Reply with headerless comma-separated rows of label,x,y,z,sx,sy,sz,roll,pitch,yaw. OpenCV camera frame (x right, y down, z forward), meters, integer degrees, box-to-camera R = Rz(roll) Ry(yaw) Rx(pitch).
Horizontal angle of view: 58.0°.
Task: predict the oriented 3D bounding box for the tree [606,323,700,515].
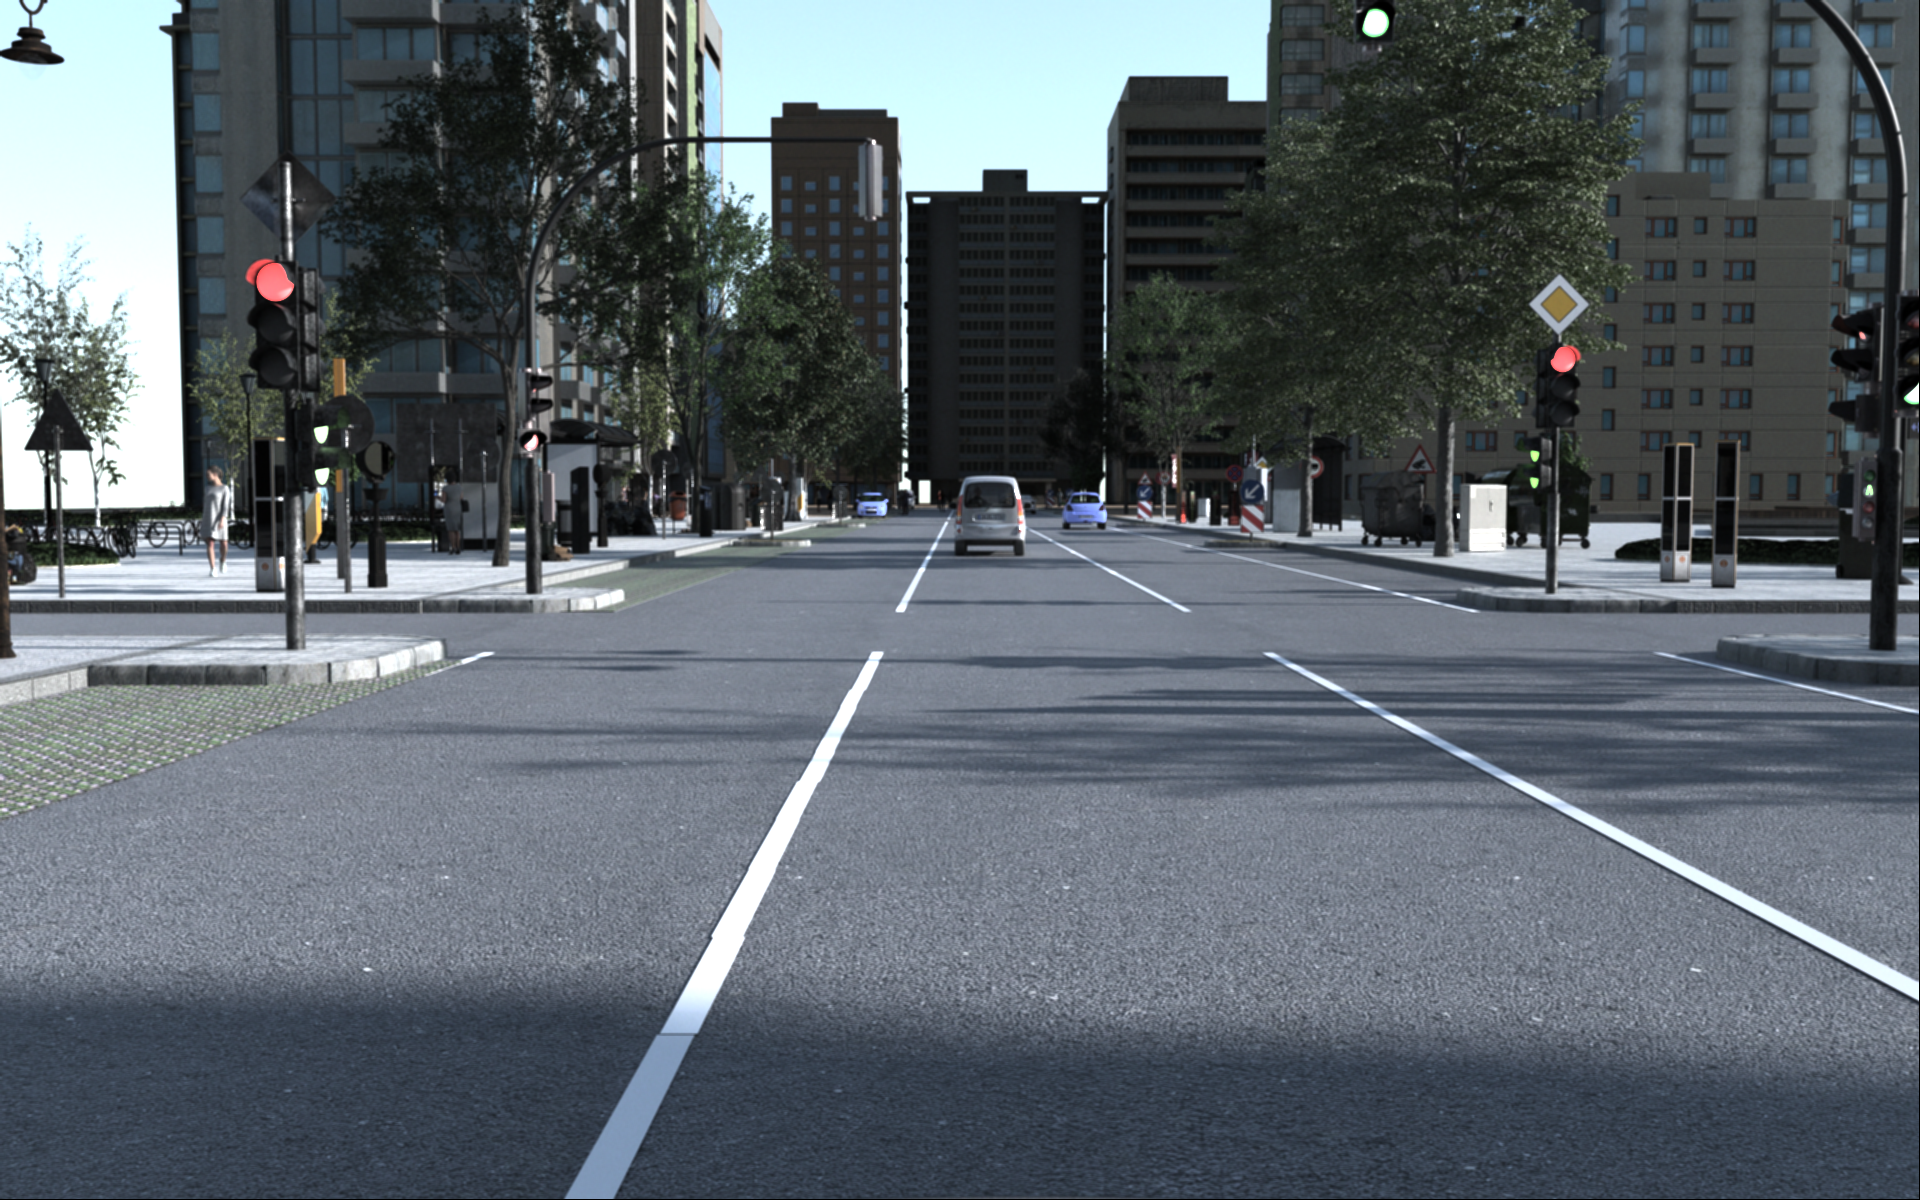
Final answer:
tree,-12.835,-7.416,71.621,4.737,8.622,4.395,0,3,0

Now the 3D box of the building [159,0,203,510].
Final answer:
building,-50.184,-30.174,147.962,28.867,44.769,22.147,0,3,0

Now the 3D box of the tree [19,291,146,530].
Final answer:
tree,-31.224,-6.836,62.129,4.737,8.622,4.395,0,3,0

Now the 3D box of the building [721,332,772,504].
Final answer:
building,-35.713,-22.241,208.682,28.899,21.520,27.650,0,3,0

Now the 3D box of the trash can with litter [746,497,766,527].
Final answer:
trash can with litter,-7.991,-3.391,66.838,0.624,1.170,1.055,3,4,36

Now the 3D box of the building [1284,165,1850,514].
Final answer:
building,38.318,-16.596,116.384,27.650,21.520,28.899,0,3,0

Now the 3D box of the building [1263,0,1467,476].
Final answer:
building,31.147,-27.746,137.241,14.154,41.232,14.086,0,3,0

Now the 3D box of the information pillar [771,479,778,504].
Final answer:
information pillar,-9.323,-5.054,87.122,0.304,2.012,0.304,1,4,12

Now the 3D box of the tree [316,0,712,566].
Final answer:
tree,-7.816,-5.871,30.407,7.601,10.594,8.767,0,4,2

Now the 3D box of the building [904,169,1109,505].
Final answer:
building,5.376,-31.684,209.912,23.993,40.220,32.217,0,3,0

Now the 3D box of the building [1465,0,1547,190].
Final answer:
building,55.169,-54.571,204.902,31.000,86.520,22.319,0,3,0

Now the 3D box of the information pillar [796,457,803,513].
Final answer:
information pillar,-8.176,-5.885,87.568,0.504,3.616,0.183,2,4,30

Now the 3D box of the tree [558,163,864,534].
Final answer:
tree,-8.702,-7.966,55.996,9.928,11.665,9.643,0,3,0

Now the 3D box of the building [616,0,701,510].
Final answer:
building,-28.432,-27.613,135.073,14.154,41.232,14.086,0,3,0

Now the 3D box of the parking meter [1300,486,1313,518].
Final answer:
parking meter,10.843,-2.801,54.209,0.372,1.533,0.369,0,3,0

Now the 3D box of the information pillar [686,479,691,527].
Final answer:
information pillar,-10.590,-3.892,68.121,0.304,2.012,0.304,-1,4,-20

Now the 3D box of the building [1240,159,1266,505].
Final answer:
building,31.542,-23.259,151.988,14.160,30.474,14.107,0,3,0

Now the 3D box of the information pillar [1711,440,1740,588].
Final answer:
information pillar,10.485,-1.176,23.717,0.304,2.012,0.304,2,4,26

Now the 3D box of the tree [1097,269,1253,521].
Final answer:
tree,10.165,-9.511,81.266,9.928,11.665,9.643,0,3,0

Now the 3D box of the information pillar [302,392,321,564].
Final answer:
information pillar,-11.917,-2.475,31.826,0.504,3.616,0.183,3,5,44

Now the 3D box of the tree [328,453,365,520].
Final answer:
tree,-31.329,-6.282,86.421,4.285,4.588,4.351,0,3,0

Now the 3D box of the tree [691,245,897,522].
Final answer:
tree,-7.796,-9.989,80.332,9.611,12.733,9.660,0,3,0

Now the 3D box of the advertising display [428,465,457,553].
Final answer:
advertising display,-11.427,-2.023,38.292,0.123,1.923,0.974,1,4,14

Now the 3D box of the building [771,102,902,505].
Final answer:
building,-14.011,-33.723,201.483,14.200,45.320,14.600,0,3,0

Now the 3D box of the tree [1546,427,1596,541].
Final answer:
tree,16.382,-3.233,47.459,1.663,3.219,1.824,0,3,0

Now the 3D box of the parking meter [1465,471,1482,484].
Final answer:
parking meter,13.102,-2.355,44.214,0.255,1.863,0.399,-2,4,-31

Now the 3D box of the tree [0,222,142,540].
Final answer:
tree,-25.143,-5.971,47.982,4.360,8.622,3.978,0,3,0

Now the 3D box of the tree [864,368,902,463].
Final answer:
tree,-7.959,-12.739,134.045,9.928,11.665,9.643,0,3,0

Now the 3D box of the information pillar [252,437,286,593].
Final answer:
information pillar,-9.017,-1.111,22.664,0.304,2.012,0.304,1,4,14

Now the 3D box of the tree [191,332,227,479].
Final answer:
tree,-32.337,-7.762,77.268,4.737,8.622,4.395,0,3,0

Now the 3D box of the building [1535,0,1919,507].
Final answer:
building,65.511,-32.259,147.051,30.456,49.044,23.786,0,3,0

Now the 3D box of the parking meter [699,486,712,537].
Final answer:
parking meter,-7.620,-2.659,51.882,0.372,1.533,0.369,0,3,0

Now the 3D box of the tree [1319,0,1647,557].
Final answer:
tree,10.160,-7.134,34.768,7.486,12.596,7.792,0,3,0

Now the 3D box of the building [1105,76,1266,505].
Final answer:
building,28.167,-35.543,204.826,21.600,48.544,21.300,0,3,0

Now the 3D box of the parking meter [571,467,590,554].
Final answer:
parking meter,-8.164,-1.927,37.212,0.255,1.863,0.399,-3,5,-43

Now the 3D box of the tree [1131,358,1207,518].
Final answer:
tree,10.919,-8.673,92.164,4.360,8.622,3.978,0,3,0

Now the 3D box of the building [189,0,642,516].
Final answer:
building,-34.250,-30.132,112.261,23.786,49.044,30.456,0,3,0

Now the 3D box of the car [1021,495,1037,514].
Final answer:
car,4.543,-6.923,125.547,2.083,1.381,4.827,0,4,1

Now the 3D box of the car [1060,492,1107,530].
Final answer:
car,5.095,-3.771,71.246,1.945,1.707,3.694,0,4,1

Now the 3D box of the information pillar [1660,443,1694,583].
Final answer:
information pillar,10.437,-1.268,25.220,0.304,2.012,0.304,-1,4,-16

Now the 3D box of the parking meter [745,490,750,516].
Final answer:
parking meter,-11.959,-5.410,96.863,0.372,1.533,0.369,0,3,0

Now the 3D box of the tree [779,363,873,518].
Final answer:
tree,-7.945,-8.600,90.971,4.737,8.622,4.395,0,3,0

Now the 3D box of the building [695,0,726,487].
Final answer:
building,-28.646,-30.658,151.373,14.200,45.320,14.600,0,3,0

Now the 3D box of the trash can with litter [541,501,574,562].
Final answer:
trash can with litter,-7.851,-1.342,33.328,1.055,1.170,0.624,3,4,36

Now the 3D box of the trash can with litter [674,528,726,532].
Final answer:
trash can with litter,-8.906,-2.914,58.702,1.678,1.210,2.233,-1,4,-19

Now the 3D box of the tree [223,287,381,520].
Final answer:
tree,-22.596,-6.749,60.705,4.737,8.622,4.395,0,3,0

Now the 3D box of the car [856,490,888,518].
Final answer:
car,-5.255,-5.742,103.475,1.945,1.707,3.694,0,4,-2
